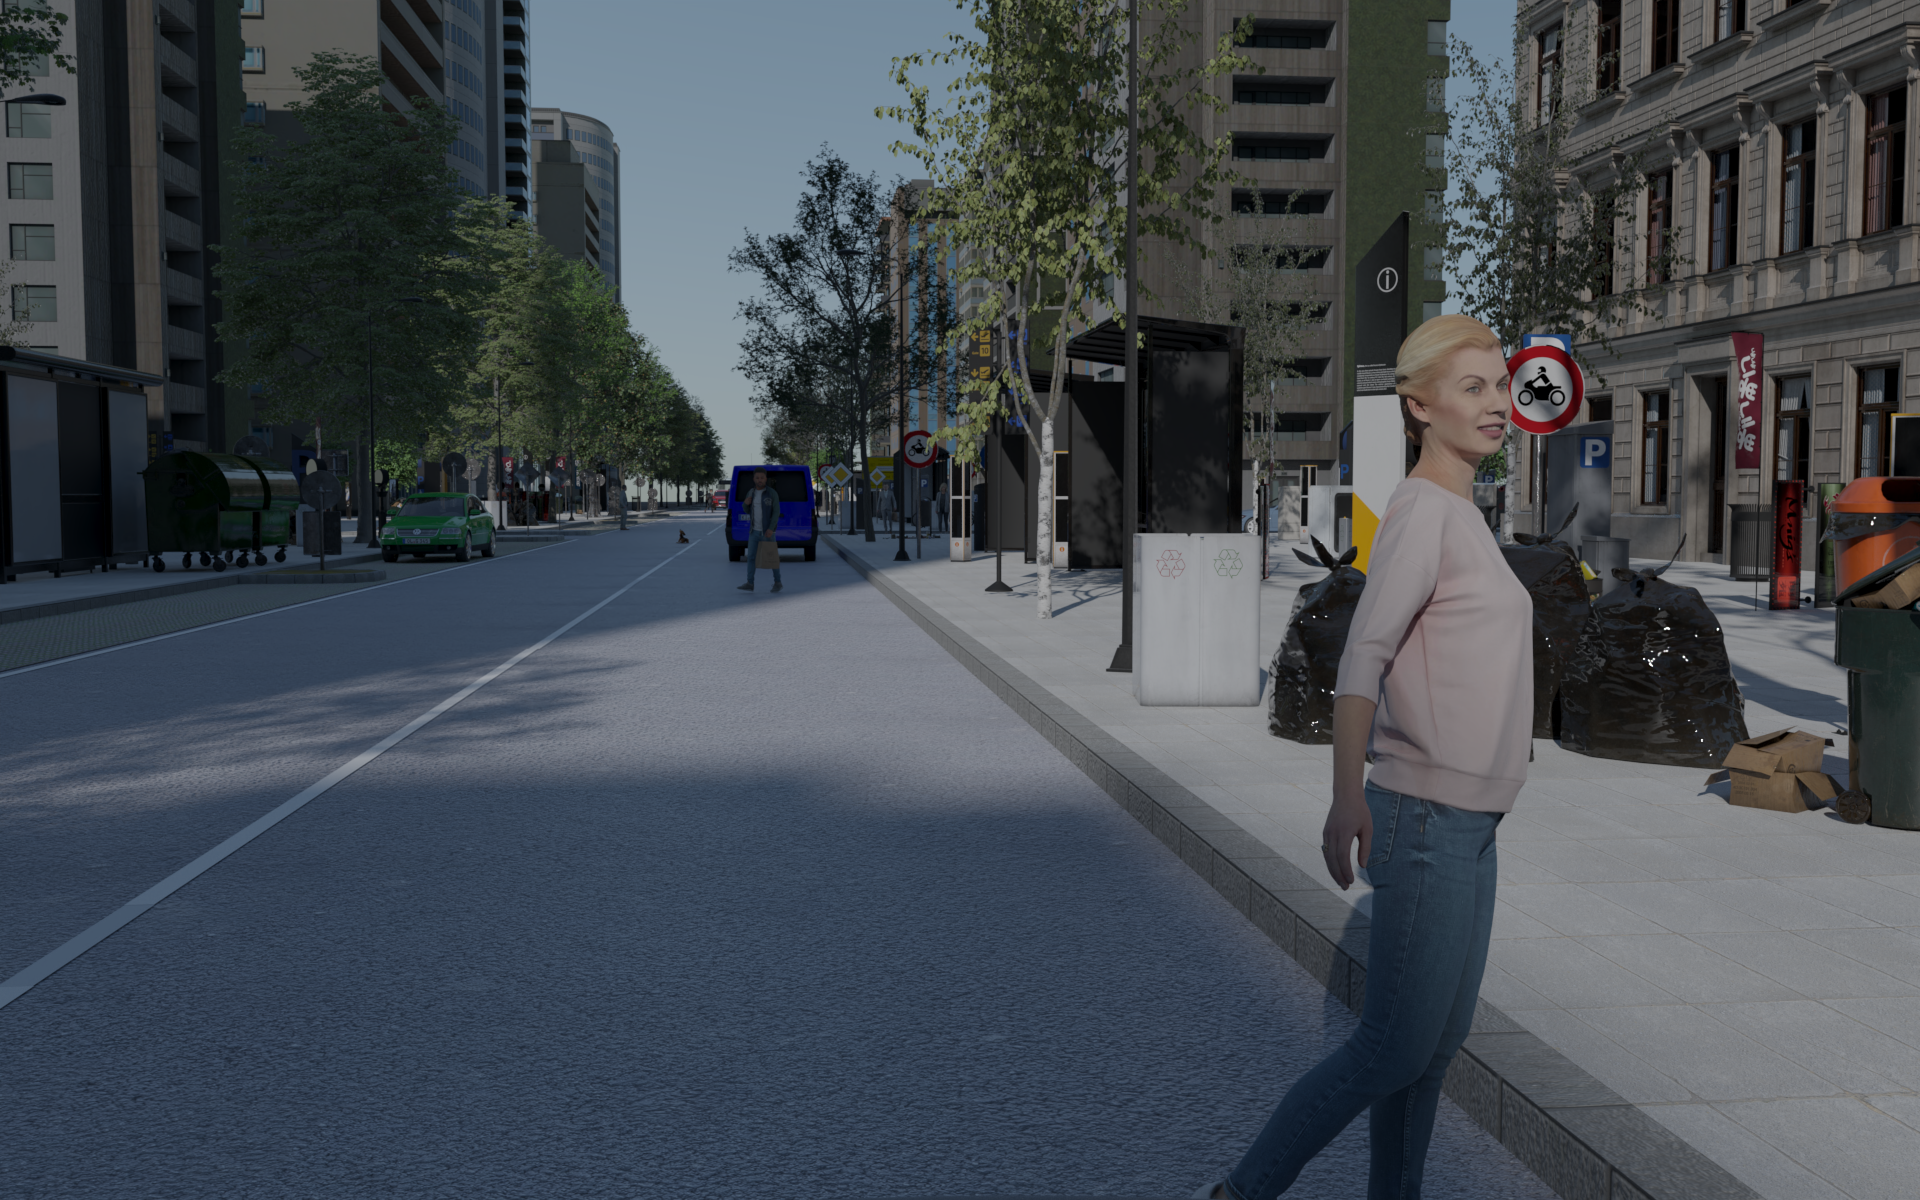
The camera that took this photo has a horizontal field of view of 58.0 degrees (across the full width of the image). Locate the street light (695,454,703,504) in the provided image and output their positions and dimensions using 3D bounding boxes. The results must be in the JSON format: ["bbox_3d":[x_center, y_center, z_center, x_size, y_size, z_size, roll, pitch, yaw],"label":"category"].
[{"bbox_3d":[-30.652,-13.843,198.876,1.470,5.913,1.316,0,4,-6],"label":"street light"}]

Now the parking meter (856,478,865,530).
[{"bbox_3d":[-3.532,-3.474,62.508,0.399,1.863,0.255,2,4,26],"label":"parking meter"}]

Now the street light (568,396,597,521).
[{"bbox_3d":[-17.904,-6.702,82.118,1.470,5.913,1.316,0,4,-6],"label":"street light"}]

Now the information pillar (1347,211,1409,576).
[{"bbox_3d":[3.549,-1.422,14.602,0.183,3.616,0.504,-3,5,-41],"label":"information pillar"}]

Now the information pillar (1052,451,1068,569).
[{"bbox_3d":[1.742,-1.546,29.767,0.304,2.012,0.304,0,4,-2],"label":"information pillar"}]

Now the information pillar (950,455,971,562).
[{"bbox_3d":[0.015,-1.722,32.646,0.304,2.012,0.304,2,4,29],"label":"information pillar"}]

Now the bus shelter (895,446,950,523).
[{"bbox_3d":[-1.541,-4.871,73.569,2.014,3.302,5.546,0,4,-6],"label":"bus shelter"}]

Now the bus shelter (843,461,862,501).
[{"bbox_3d":[-6.513,-7.081,109.697,2.014,3.302,5.546,0,4,-6],"label":"bus shelter"}]

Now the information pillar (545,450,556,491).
[{"bbox_3d":[-19.567,-5.586,82.684,0.504,3.616,0.183,-1,4,-16],"label":"information pillar"}]

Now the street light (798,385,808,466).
[{"bbox_3d":[-5.967,-6.150,73.100,1.470,5.913,1.316,0,4,-6],"label":"street light"}]

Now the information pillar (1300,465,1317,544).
[{"bbox_3d":[8.908,-2.434,44.290,0.304,2.012,0.304,-3,4,-38],"label":"information pillar"}]

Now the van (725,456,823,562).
[{"bbox_3d":[-4.154,-2.088,38.517,2.240,2.365,5.245,0,4,-5],"label":"van"}]

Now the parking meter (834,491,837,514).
[{"bbox_3d":[-8.022,-6.231,110.287,0.372,1.533,0.369,0,3,0],"label":"parking meter"}]

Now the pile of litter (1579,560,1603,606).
[{"bbox_3d":[4.360,0.089,12.507,1.719,0.858,1.176,2,4,33],"label":"pile of litter"}]

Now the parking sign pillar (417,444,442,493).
[{"bbox_3d":[-29.237,-6.591,96.242,1.447,3.967,1.447,1,4,10],"label":"parking sign pillar"}]

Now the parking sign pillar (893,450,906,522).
[{"bbox_3d":[-2.358,-5.521,78.745,1.447,3.967,1.447,1,4,20],"label":"parking sign pillar"}]

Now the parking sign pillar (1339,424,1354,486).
[{"bbox_3d":[11.389,-3.710,49.130,1.447,3.967,1.447,-2,4,-31],"label":"parking sign pillar"}]

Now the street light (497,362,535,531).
[{"bbox_3d":[-15.642,-5.407,60.941,1.470,5.913,1.316,0,4,-6],"label":"street light"}]

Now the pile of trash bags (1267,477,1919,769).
[{"bbox_3d":[3.394,0.053,8.894,3.447,1.369,1.912,0,4,-4],"label":"pile of trash bags"}]

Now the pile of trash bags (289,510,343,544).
[{"bbox_3d":[-17.806,-2.164,45.129,3.447,1.369,1.912,0,4,-3],"label":"pile of trash bags"}]

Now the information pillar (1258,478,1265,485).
[{"bbox_3d":[13.463,-4.468,77.540,0.304,2.012,0.304,-1,4,-14],"label":"information pillar"}]

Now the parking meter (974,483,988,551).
[{"bbox_3d":[0.499,-1.880,39.157,0.372,1.533,0.369,0,3,0],"label":"parking meter"}]

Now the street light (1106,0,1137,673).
[{"bbox_3d":[0.691,-2.434,12.339,1.470,5.913,1.316,0,4,-6],"label":"street light"}]

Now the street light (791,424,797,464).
[{"bbox_3d":[-8.270,-7.419,93.839,1.470,5.913,1.316,0,4,-6],"label":"street light"}]

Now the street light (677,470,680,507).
[{"bbox_3d":[-26.117,-11.306,157.388,1.470,5.913,1.316,0,4,-6],"label":"street light"}]

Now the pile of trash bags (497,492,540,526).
[{"bbox_3d":[-18.307,-3.696,70.177,1.912,1.369,3.447,-2,4,-27],"label":"pile of trash bags"}]

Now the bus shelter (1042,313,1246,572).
[{"bbox_3d":[2.614,-2.103,25.662,1.731,3.624,6.357,0,4,-6],"label":"bus shelter"}]

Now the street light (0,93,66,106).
[{"bbox_3d":[-11.072,-2.915,20.197,1.470,5.913,1.316,0,4,-6],"label":"street light"}]

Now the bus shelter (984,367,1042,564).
[{"bbox_3d":[1.361,-2.666,34.872,1.731,3.624,6.357,0,4,-6],"label":"bus shelter"}]

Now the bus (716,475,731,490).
[{"bbox_3d":[-25.610,-12.211,194.516,2.948,3.499,13.247,0,4,-5],"label":"bus"}]

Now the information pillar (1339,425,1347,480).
[{"bbox_3d":[12.228,-3.885,54.872,0.504,3.616,0.183,-2,4,-27],"label":"information pillar"}]

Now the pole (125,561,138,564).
[{"bbox_3d":[-15.140,-2.307,31.564,0.158,3.312,0.155,0,3,0],"label":"pole"}]

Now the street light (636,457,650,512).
[{"bbox_3d":[-22.474,-9.247,123.722,1.470,5.913,1.316,0,4,-6],"label":"street light"}]

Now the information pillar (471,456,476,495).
[{"bbox_3d":[-29.837,-7.015,106.045,0.183,3.616,0.504,2,4,34],"label":"information pillar"}]

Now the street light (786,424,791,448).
[{"bbox_3d":[-10.671,-8.715,115.026,1.470,5.913,1.316,0,4,-6],"label":"street light"}]

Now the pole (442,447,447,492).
[{"bbox_3d":[-21.972,-4.893,73.848,0.158,3.312,0.155,0,3,0],"label":"pole"}]

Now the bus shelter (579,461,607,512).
[{"bbox_3d":[-26.467,-8.230,125.839,1.731,3.624,6.357,0,4,-6],"label":"bus shelter"}]

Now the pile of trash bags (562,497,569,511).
[{"bbox_3d":[-30.321,-7.352,129.951,1.912,1.369,3.447,-1,4,-11],"label":"pile of trash bags"}]

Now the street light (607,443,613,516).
[{"bbox_3d":[-20.295,-7.977,102.969,1.470,5.913,1.316,0,4,-6],"label":"street light"}]

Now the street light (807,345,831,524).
[{"bbox_3d":[-3.902,-4.972,53.832,1.470,5.913,1.316,0,4,-6],"label":"street light"}]

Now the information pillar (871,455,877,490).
[{"bbox_3d":[-5.192,-6.879,103.827,0.504,3.616,0.183,1,4,16],"label":"information pillar"}]

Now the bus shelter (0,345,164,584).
[{"bbox_3d":[-14.509,-2.946,25.796,2.179,5.291,8.768,0,4,-6],"label":"bus shelter"}]

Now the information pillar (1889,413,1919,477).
[{"bbox_3d":[8.691,-0.698,15.907,0.304,2.012,0.304,2,4,28],"label":"information pillar"}]

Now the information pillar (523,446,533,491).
[{"bbox_3d":[-20.828,-5.636,83.509,0.504,3.616,0.183,1,4,14],"label":"information pillar"}]

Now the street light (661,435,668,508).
[{"bbox_3d":[-23.978,-10.033,136.573,1.470,5.913,1.316,0,4,-6],"label":"street light"}]

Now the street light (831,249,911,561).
[{"bbox_3d":[-1.653,-3.702,33.074,1.470,5.913,1.316,0,4,-6],"label":"street light"}]

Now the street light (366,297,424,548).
[{"bbox_3d":[-13.349,-4.183,40.940,1.470,5.913,1.316,0,4,-6],"label":"street light"}]

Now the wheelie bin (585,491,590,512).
[{"bbox_3d":[-26.060,-6.990,122.197,0.693,1.594,0.980,0,4,1],"label":"wheelie bin"}]
